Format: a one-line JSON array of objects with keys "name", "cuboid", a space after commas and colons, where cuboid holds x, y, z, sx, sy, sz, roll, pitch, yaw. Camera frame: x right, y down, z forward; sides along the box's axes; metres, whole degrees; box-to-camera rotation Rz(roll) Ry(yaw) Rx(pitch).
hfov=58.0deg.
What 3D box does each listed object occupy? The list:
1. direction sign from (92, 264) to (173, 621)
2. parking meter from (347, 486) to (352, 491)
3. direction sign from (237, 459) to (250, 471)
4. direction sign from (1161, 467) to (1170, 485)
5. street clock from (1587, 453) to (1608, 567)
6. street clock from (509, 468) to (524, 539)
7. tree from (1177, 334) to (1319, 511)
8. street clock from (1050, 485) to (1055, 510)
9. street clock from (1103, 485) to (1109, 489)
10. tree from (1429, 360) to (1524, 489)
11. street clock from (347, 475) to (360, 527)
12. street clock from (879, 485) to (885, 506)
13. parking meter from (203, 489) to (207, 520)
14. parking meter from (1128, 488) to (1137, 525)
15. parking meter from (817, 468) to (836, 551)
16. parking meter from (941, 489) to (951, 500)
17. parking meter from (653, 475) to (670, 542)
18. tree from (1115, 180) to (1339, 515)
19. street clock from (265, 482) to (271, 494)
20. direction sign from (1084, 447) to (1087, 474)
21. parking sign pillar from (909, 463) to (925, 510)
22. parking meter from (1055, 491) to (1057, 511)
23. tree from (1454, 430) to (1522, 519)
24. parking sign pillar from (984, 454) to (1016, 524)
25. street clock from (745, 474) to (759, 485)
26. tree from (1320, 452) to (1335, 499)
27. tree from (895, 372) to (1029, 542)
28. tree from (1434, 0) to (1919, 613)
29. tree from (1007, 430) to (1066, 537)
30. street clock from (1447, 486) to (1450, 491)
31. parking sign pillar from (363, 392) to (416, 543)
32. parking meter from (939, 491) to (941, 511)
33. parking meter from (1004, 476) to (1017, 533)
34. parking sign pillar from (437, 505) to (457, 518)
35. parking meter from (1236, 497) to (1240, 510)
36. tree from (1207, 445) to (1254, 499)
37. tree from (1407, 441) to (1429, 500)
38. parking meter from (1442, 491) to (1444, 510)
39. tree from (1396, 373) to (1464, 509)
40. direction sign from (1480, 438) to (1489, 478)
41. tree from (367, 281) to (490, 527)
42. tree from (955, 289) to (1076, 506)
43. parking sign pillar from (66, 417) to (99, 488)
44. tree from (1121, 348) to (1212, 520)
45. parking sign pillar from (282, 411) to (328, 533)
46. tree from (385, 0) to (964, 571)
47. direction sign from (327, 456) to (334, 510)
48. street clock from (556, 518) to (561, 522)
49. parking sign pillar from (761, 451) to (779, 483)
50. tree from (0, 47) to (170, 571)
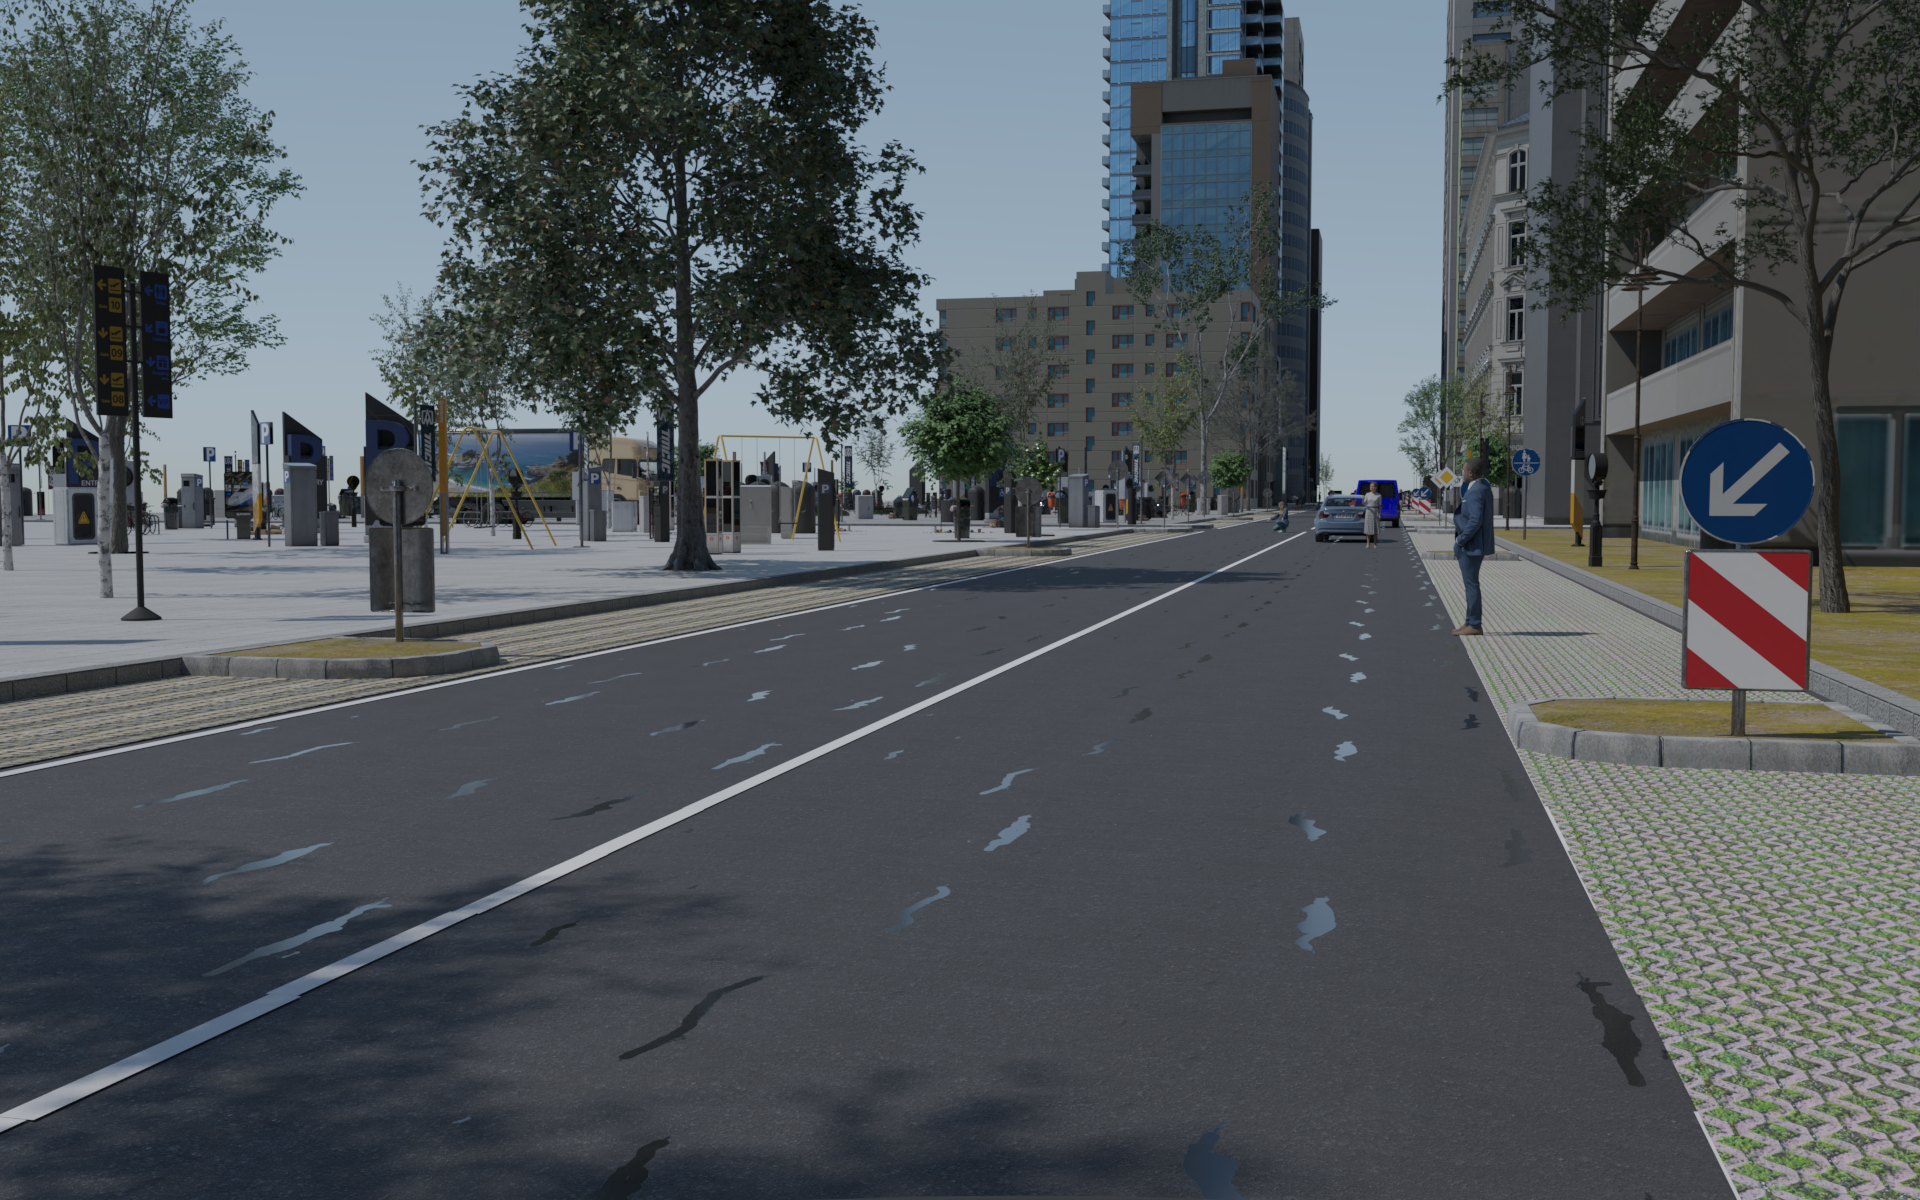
[{"name": "direction sign", "cuboid": [-8.340, -1.562, 17.537, 0.379, 3.537, 0.876, 2, 4, 26]}, {"name": "parking meter", "cuboid": [-43.080, -7.131, 122.309, 0.255, 1.863, 0.399, -2, 4, -33]}, {"name": "direction sign", "cuboid": [-46.876, -7.425, 113.402, 0.876, 3.537, 0.379, 1, 4, 12]}, {"name": "direction sign", "cuboid": [17.482, -9.514, 147.546, 0.876, 3.537, 0.379, 3, 5, 39]}, {"name": "street clock", "cuboid": [11.222, -1.588, 30.531, 0.358, 2.002, 0.471, 0, 4, 2]}, {"name": "street clock", "cuboid": [-12.560, -2.721, 49.057, 0.358, 2.002, 0.471, -3, 5, -43]}, {"name": "tree", "cuboid": [21.995, -13.533, 131.631, 12.009, 13.543, 11.850, 0, 3, 0]}, {"name": "street clock", "cuboid": [7.388, -8.255, 139.540, 0.471, 2.002, 0.358, -1, 4, -19]}, {"name": "street clock", "cuboid": [11.111, -7.787, 131.887, 0.471, 2.002, 0.358, 1, 4, 13]}, {"name": "tree", "cuboid": [28.478, -8.816, 94.503, 4.737, 8.622, 4.395, 0, 3, 0]}, {"name": "street clock", "cuboid": [-23.434, -3.814, 66.934, 0.471, 2.002, 0.358, -1, 4, -23]}, {"name": "street clock", "cuboid": [-6.497, -8.505, 143.632, 0.471, 2.002, 0.358, 1, 4, 13]}, {"name": "parking meter", "cuboid": [-37.223, -4.688, 85.053, 0.372, 1.533, 0.369, 0, 3, 0]}, {"name": "parking meter", "cuboid": [7.224, -3.931, 72.682, 0.372, 1.533, 0.369, 0, 3, 0]}, {"name": "parking meter", "cuboid": [-3.015, -2.049, 39.215, 0.399, 1.863, 0.255, 0, 4, 4]}, {"name": "parking meter", "cuboid": [-0.617, -4.847, 87.658, 0.372, 1.533, 0.369, 0, 3, 0]}, {"name": "parking meter", "cuboid": [-7.953, -2.473, 46.144, 0.255, 1.863, 0.399, 3, 4, 38]}, {"name": "tree", "cuboid": [16.030, -15.223, 104.785, 12.611, 20.169, 13.585, 0, 3, 0]}, {"name": "street clock", "cuboid": [-41.136, -6.018, 102.957, 0.358, 2.002, 0.471, -2, 4, -29]}, {"name": "direction sign", "cuboid": [6.115, -5.641, 84.235, 0.379, 3.537, 0.876, 1, 4, 10]}, {"name": "parking sign pillar", "cuboid": [-3.212, -8.671, 130.241, 1.447, 3.967, 1.447, 3, 5, 41]}, {"name": "parking meter", "cuboid": [7.593, -7.759, 135.278, 0.372, 1.533, 0.369, 0, 3, 0]}, {"name": "tree", "cuboid": [26.961, -6.407, 88.475, 4.285, 4.588, 4.351, 0, 3, 0]}, {"name": "parking sign pillar", "cuboid": [1.770, -5.340, 75.776, 1.447, 3.967, 1.447, -2, 4, -24]}, {"name": "street clock", "cuboid": [-7.697, -3.640, 64.092, 0.471, 2.002, 0.358, -3, 4, -36]}, {"name": "tree", "cuboid": [62.997, -21.347, 299.389, 4.737, 8.622, 4.395, 0, 3, 0]}, {"name": "tree", "cuboid": [-0.055, -3.848, 46.637, 4.285, 4.588, 4.351, 0, 3, 0]}, {"name": "tree", "cuboid": [9.320, -5.160, 18.776, 8.767, 10.594, 7.601, -2, 4, -35]}, {"name": "tree", "cuboid": [2.486, -3.548, 52.606, 1.663, 3.219, 1.824, 0, 3, 0]}, {"name": "street clock", "cuboid": [35.375, -7.398, 125.534, 0.358, 2.002, 0.471, 0, 4, -5]}, {"name": "parking sign pillar", "cuboid": [-15.029, -3.502, 45.734, 1.447, 3.967, 1.447, 0, 4, -4]}, {"name": "parking meter", "cuboid": [-1.375, -7.386, 129.176, 0.372, 1.533, 0.369, 0, 3, 0]}, {"name": "parking meter", "cuboid": [1.653, -3.111, 56.579, 0.255, 1.863, 0.399, -3, 5, -43]}, {"name": "parking sign pillar", "cuboid": [-27.505, -6.418, 93.402, 1.447, 3.967, 1.447, 1, 4, 13]}, {"name": "parking meter", "cuboid": [22.278, -7.988, 139.008, 0.372, 1.533, 0.369, 0, 3, 0]}, {"name": "tree", "cuboid": [18.165, -8.132, 116.669, 4.285, 4.588, 4.351, 0, 3, 0]}, {"name": "tree", "cuboid": [60.482, -16.848, 225.823, 4.737, 8.622, 4.395, 0, 3, 0]}, {"name": "parking meter", "cuboid": [37.938, -7.781, 135.627, 0.372, 1.533, 0.369, 0, 3, 0]}, {"name": "tree", "cuboid": [40.918, -13.545, 147.221, 9.928, 11.665, 9.643, 0, 3, 0]}, {"name": "direction sign", "cuboid": [21.102, -4.757, 69.776, 0.379, 3.537, 0.876, 3, 5, 39]}, {"name": "tree", "cuboid": [-18.514, -6.731, 60.412, 4.737, 8.622, 4.395, 0, 3, 0]}, {"name": "tree", "cuboid": [1.909, -6.804, 61.610, 4.360, 8.622, 3.978, 0, 3, 0]}, {"name": "parking sign pillar", "cuboid": [-30.679, -4.430, 60.907, 1.447, 3.967, 1.447, -1, 4, -20]}, {"name": "tree", "cuboid": [10.413, -8.332, 86.595, 4.737, 8.622, 4.395, 0, 3, 0]}, {"name": "parking sign pillar", "cuboid": [-21.511, -4.186, 56.909, 1.447, 3.967, 1.447, 3, 5, 44]}, {"name": "tree", "cuboid": [-4.674, -6.846, 28.938, 9.611, 12.733, 9.660, 0, 3, 0]}, {"name": "direction sign", "cuboid": [-37.170, -6.729, 102.016, 0.876, 3.537, 0.379, 2, 4, 33]}, {"name": "street clock", "cuboid": [-18.761, -4.673, 80.965, 0.358, 2.002, 0.471, 0, 4, 3]}, {"name": "parking sign pillar", "cuboid": [-11.999, -7.385, 109.218, 1.447, 3.967, 1.447, 3, 5, 44]}, {"name": "tree", "cuboid": [-15.724, -4.793, 28.726, 4.737, 8.622, 4.395, 0, 3, 0]}]
